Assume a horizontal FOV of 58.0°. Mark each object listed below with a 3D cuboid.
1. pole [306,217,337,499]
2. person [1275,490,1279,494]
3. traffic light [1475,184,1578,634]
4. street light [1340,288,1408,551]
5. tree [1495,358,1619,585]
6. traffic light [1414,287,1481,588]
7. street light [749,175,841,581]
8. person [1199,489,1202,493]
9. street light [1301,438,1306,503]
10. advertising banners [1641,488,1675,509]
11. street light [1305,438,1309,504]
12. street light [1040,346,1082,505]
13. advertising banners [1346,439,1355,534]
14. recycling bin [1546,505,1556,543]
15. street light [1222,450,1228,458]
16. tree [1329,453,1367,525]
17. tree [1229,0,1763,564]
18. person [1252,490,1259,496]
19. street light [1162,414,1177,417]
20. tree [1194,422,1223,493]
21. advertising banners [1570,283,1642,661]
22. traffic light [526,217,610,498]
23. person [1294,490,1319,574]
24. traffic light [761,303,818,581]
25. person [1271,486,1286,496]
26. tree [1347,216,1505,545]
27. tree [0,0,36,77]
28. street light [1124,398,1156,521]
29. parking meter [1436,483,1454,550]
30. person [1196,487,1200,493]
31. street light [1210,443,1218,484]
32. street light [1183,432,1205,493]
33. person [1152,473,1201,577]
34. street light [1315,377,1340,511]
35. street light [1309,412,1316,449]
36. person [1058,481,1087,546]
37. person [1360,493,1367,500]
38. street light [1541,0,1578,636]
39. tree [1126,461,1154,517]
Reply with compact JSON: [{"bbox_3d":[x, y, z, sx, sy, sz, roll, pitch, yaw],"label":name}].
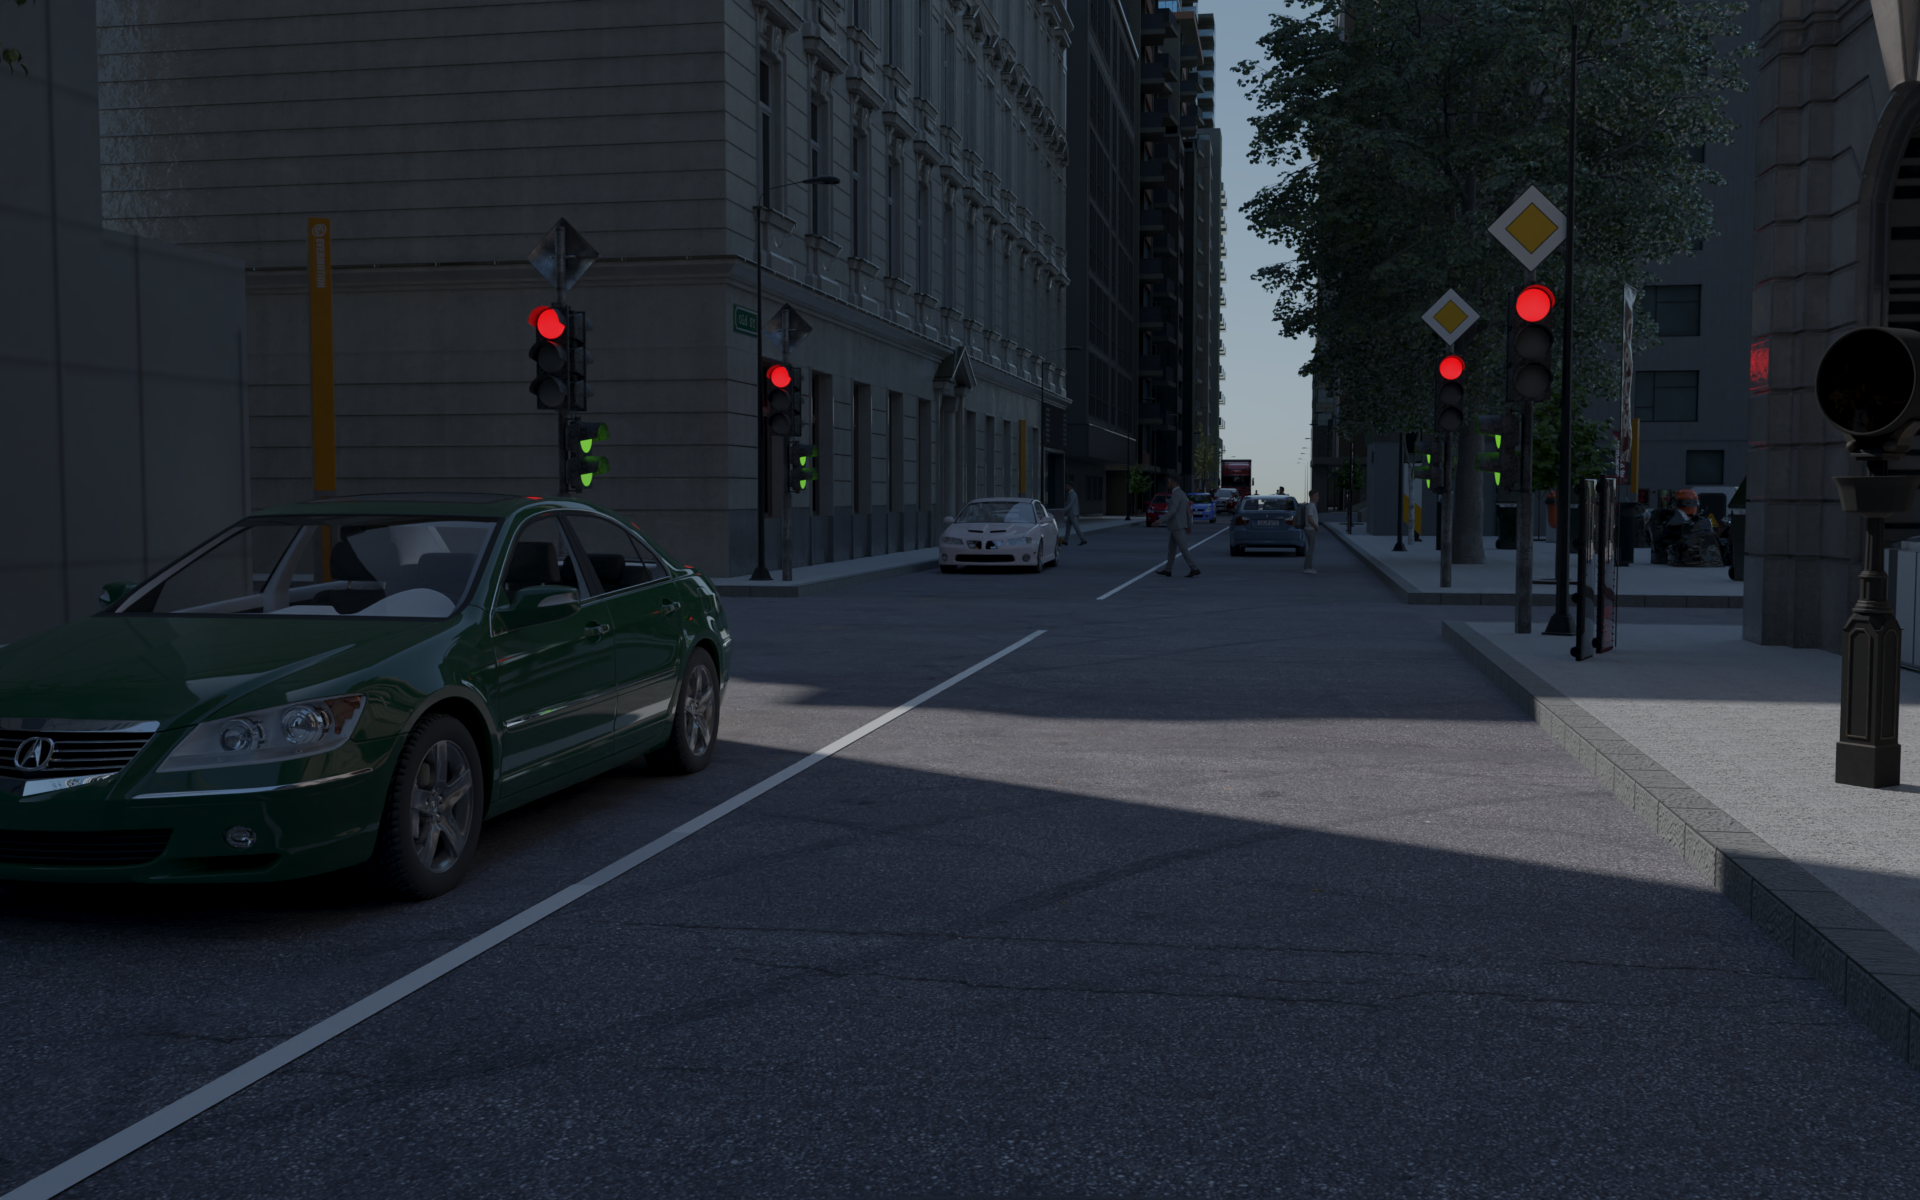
[{"bbox_3d":[-4.752,-1.167,12.920,0.158,3.312,0.155,0,3,0],"label":"pole"},{"bbox_3d":[26.015,-8.141,141.735,0.705,1.807,1.348,-2,4,-29],"label":"person"},{"bbox_3d":[5.181,-1.649,15.881,0.839,4.253,0.868,1,4,11],"label":"traffic light"},{"bbox_3d":[9.342,-4.054,38.819,1.470,5.913,1.316,1,4,11],"label":"street light"},{"bbox_3d":[8.462,-1.849,24.834,1.663,3.219,1.824,0,3,0],"label":"tree"},{"bbox_3d":[6.667,-2.129,23.728,0.839,4.253,0.868,1,4,11],"label":"traffic light"},{"bbox_3d":[-2.430,-3.239,25.501,1.470,5.913,1.316,1,4,11],"label":"street light"},{"bbox_3d":[15.328,-6.195,110.570,1.217,1.735,0.721,2,4,28],"label":"person"},{"bbox_3d":[29.168,-10.435,143.152,1.470,5.913,1.316,1,4,11],"label":"street light"},{"bbox_3d":[18.930,-3.169,47.999,2.074,3.025,0.090,-1,4,-16],"label":"advertising banners"},{"bbox_3d":[23.676,-8.655,114.057,1.470,5.913,1.316,1,4,11],"label":"street light"},{"bbox_3d":[3.135,-5.026,54.723,1.470,5.913,1.316,1,4,11],"label":"street light"},{"bbox_3d":[12.519,-3.629,55.523,0.090,3.025,2.074,0,4,8],"label":"advertising banners"},{"bbox_3d":[15.861,-2.011,45.437,0.722,1.027,0.722,0,4,-6],"label":"recycling bin"},{"bbox_3d":[27.423,-12.873,183.021,1.470,5.913,1.316,1,4,11],"label":"street light"},{"bbox_3d":[16.341,-4.784,72.812,1.663,3.219,1.824,0,3,0],"label":"tree"},{"bbox_3d":[9.322,-7.643,31.625,9.857,13.997,8.962,0,3,0],"label":"tree"},{"bbox_3d":[21.506,-7.118,125.607,1.217,1.743,0.721,0,4,2],"label":"person"},{"bbox_3d":[11.935,-7.855,100.977,1.470,5.913,1.316,1,4,11],"label":"street light"},{"bbox_3d":[24.824,-13.745,175.090,4.737,8.622,4.395,0,3,0],"label":"tree"},{"bbox_3d":[5.234,-1.089,13.996,0.090,3.025,2.074,2,4,32],"label":"advertising banners"},{"bbox_3d":[-4.020,-1.754,17.602,0.839,4.253,0.868,1,4,11],"label":"traffic light"},{"bbox_3d":[6.307,-1.227,31.154,0.523,1.515,0.503,-2,4,-26],"label":"person"},{"bbox_3d":[-2.534,-2.234,25.448,0.839,4.253,0.868,1,4,11],"label":"traffic light"},{"bbox_3d":[14.087,-4.149,76.700,0.532,1.782,0.716,-3,4,-39],"label":"person"},{"bbox_3d":[11.468,-5.700,43.555,4.737,8.622,4.395,0,3,0],"label":"tree"},{"bbox_3d":[-6.387,-3.554,8.470,4.737,8.622,4.395,0,3,0],"label":"tree"},{"bbox_3d":[8.680,-6.804,83.780,1.470,5.913,1.316,1,4,11],"label":"street light"},{"bbox_3d":[11.065,-1.903,39.523,0.372,1.533,0.369,0,3,0],"label":"parking meter"},{"bbox_3d":[13.841,-5.631,100.551,1.348,1.826,0.705,-1,4,-10],"label":"person"},{"bbox_3d":[22.984,-11.410,159.098,1.470,5.913,1.316,1,4,11],"label":"street light"},{"bbox_3d":[17.377,-9.634,130.053,1.470,5.913,1.316,1,4,11],"label":"street light"},{"bbox_3d":[3.758,-1.291,29.876,0.850,1.792,0.678,1,4,22],"label":"person"},{"bbox_3d":[14.823,-5.843,68.076,1.470,5.913,1.316,1,4,11],"label":"street light"},{"bbox_3d":[20.567,-7.648,97.583,1.470,5.913,1.316,1,4,11],"label":"street light"},{"bbox_3d":[3.131,-2.412,48.218,0.850,1.792,0.678,1,4,9],"label":"person"},{"bbox_3d":[23.337,-5.604,98.390,1.217,1.735,0.721,0,4,1],"label":"person"},{"bbox_3d":[4.960,-2.642,15.733,1.470,5.913,1.316,1,4,11],"label":"street light"},{"bbox_3d":[9.844,-6.297,97.560,1.663,3.219,1.824,0,3,0],"label":"tree"}]
